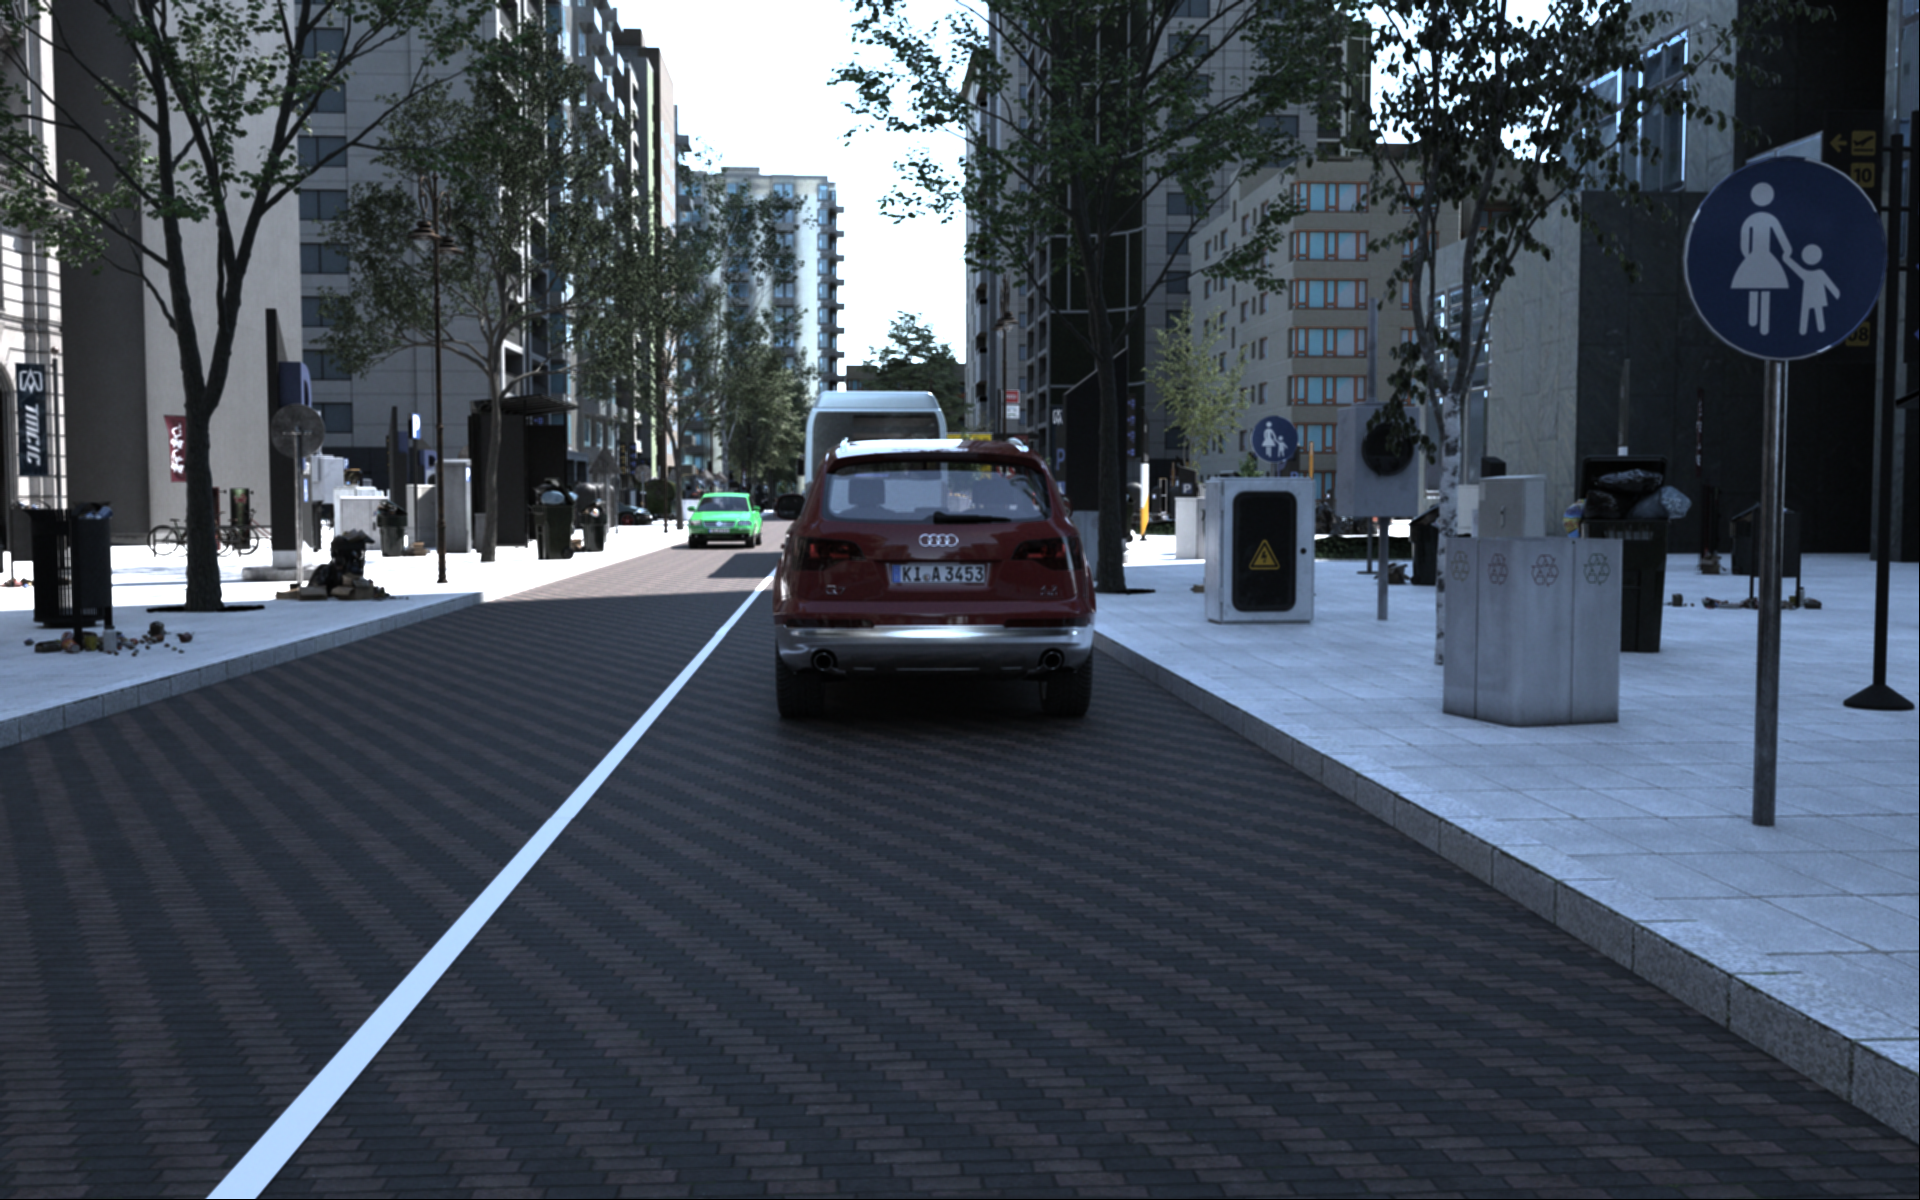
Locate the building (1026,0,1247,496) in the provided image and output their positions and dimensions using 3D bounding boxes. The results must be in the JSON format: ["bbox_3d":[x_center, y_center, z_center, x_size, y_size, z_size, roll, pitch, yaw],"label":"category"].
[{"bbox_3d":[14.045,-42.295,129.780,20.563,71.187,20.611,0,4,-4],"label":"building"}]

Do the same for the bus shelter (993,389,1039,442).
[{"bbox_3d":[1.399,-5.274,63.858,2.179,5.291,8.768,0,4,-4],"label":"bus shelter"}]

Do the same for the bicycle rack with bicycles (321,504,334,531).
[{"bbox_3d":[-22.392,-2.865,60.221,2.852,0.926,2.925,-3,5,-44],"label":"bicycle rack with bicycles"}]

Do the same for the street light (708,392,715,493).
[{"bbox_3d":[-10.995,-6.353,76.664,0.468,5.910,1.993,0,4,-4],"label":"street light"}]

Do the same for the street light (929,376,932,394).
[{"bbox_3d":[-1.143,-5.827,68.065,0.468,5.910,1.993,0,4,-4],"label":"street light"}]

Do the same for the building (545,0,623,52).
[{"bbox_3d":[-37.639,-31.296,131.300,23.786,49.044,30.456,0,4,-4],"label":"building"}]

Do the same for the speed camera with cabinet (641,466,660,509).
[{"bbox_3d":[-21.595,-7.720,120.563,2.038,3.252,0.660,-1,4,-19],"label":"speed camera with cabinet"}]

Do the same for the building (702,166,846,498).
[{"bbox_3d":[-32.174,-38.894,255.518,30.456,49.044,23.786,0,4,-4],"label":"building"}]

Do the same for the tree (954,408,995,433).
[{"bbox_3d":[1.281,-11.902,144.965,4.360,8.622,3.978,0,3,0],"label":"tree"}]

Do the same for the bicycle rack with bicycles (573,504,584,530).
[{"bbox_3d":[-14.291,-2.926,61.226,2.852,0.926,2.925,-1,4,-20],"label":"bicycle rack with bicycles"}]

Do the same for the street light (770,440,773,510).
[{"bbox_3d":[-15.307,-10.227,140.002,0.468,5.910,1.993,0,4,-4],"label":"street light"}]

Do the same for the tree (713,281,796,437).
[{"bbox_3d":[-9.957,-7.788,61.754,8.767,10.594,7.601,0,4,-1],"label":"tree"}]

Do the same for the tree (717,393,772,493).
[{"bbox_3d":[-14.966,-10.500,122.036,4.360,8.622,3.978,0,3,0],"label":"tree"}]

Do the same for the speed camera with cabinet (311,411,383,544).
[{"bbox_3d":[-14.582,-2.848,40.903,2.038,3.252,0.660,3,5,39],"label":"speed camera with cabinet"}]

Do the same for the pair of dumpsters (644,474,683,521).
[{"bbox_3d":[-14.311,-4.951,83.444,1.574,2.255,4.437,0,4,-4],"label":"pair of dumpsters"}]

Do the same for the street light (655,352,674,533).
[{"bbox_3d":[-9.606,-5.113,56.385,0.468,5.910,1.993,0,4,-4],"label":"street light"}]

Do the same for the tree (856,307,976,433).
[{"bbox_3d":[-2.743,-11.471,105.680,7.486,12.596,7.792,0,3,0],"label":"tree"}]

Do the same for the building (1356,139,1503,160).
[{"bbox_3d":[56.772,-34.443,213.253,14.200,45.320,14.600,0,4,-4],"label":"building"}]

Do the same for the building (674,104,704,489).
[{"bbox_3d":[-46.622,-35.582,201.371,30.456,49.044,23.786,0,4,-4],"label":"building"}]

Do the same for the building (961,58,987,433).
[{"bbox_3d":[14.872,-37.583,203.718,28.713,52.752,27.495,0,4,-4],"label":"building"}]

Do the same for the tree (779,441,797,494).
[{"bbox_3d":[-18.594,-14.266,183.618,4.737,8.622,4.395,0,3,0],"label":"tree"}]

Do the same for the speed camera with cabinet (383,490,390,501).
[{"bbox_3d":[-27.814,-5.453,83.500,2.038,3.252,0.660,0,4,-7],"label":"speed camera with cabinet"}]

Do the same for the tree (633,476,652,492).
[{"bbox_3d":[-23.981,-8.416,132.206,1.663,3.219,1.824,0,3,0],"label":"tree"}]

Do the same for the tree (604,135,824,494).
[{"bbox_3d":[-14.027,-14.594,94.499,12.611,20.169,13.585,0,3,0],"label":"tree"}]

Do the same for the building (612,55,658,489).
[{"bbox_3d":[-35.407,-28.952,156.961,14.154,41.232,14.086,0,4,-4],"label":"building"}]

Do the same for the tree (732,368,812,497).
[{"bbox_3d":[-18.381,-16.125,170.299,9.857,13.997,8.962,0,3,0],"label":"tree"}]

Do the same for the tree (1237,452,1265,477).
[{"bbox_3d":[13.021,-5.159,78.944,1.663,3.219,1.824,0,3,0],"label":"tree"}]

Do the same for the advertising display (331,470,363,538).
[{"bbox_3d":[-16.600,-2.549,46.894,0.974,1.923,0.123,1,4,18],"label":"advertising display"}]

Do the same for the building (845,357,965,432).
[{"bbox_3d":[-2.704,-25.405,260.405,28.899,21.520,27.650,0,4,-4],"label":"building"}]

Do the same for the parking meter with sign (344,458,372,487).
[{"bbox_3d":[-29.216,-5.421,84.901,1.738,3.016,0.543,-3,5,-44],"label":"parking meter with sign"}]

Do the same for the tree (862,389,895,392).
[{"bbox_3d":[-5.846,-12.654,141.301,8.767,10.594,7.601,0,4,3],"label":"tree"}]

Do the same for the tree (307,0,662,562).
[{"bbox_3d":[-8.544,-5.988,32.318,7.601,10.594,8.767,-1,4,-9],"label":"tree"}]

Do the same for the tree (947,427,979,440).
[{"bbox_3d":[0.204,-3.381,49.886,1.663,3.219,1.824,0,3,0],"label":"tree"}]

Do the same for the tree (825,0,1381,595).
[{"bbox_3d":[1.819,-5.905,22.300,9.928,11.665,9.643,0,3,0],"label":"tree"}]

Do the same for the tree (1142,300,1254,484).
[{"bbox_3d":[9.065,-7.108,66.578,4.737,8.622,4.395,0,3,0],"label":"tree"}]

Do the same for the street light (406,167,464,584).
[{"bbox_3d":[-7.430,-3.174,24.683,0.468,5.910,1.993,0,4,-4],"label":"street light"}]

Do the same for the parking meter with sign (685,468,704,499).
[{"bbox_3d":[-18.167,-7.377,116.869,1.738,3.016,0.543,1,4,10],"label":"parking meter with sign"}]

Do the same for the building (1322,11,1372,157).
[{"bbox_3d":[50.687,-50.222,259.376,20.611,71.187,20.563,0,4,-4],"label":"building"}]

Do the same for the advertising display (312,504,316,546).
[{"bbox_3d":[-16.212,-2.294,42.721,0.974,1.923,0.123,2,4,31],"label":"advertising display"}]

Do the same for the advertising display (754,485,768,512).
[{"bbox_3d":[-14.345,-7.329,125.050,0.974,1.923,0.123,-1,4,-21],"label":"advertising display"}]

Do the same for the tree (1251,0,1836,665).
[{"bbox_3d":[3.876,-3.824,12.891,4.360,8.622,3.978,0,3,0],"label":"tree"}]

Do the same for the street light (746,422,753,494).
[{"bbox_3d":[-13.156,-8.281,108.174,0.468,5.910,1.993,0,4,-4],"label":"street light"}]

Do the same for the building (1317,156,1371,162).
[{"bbox_3d":[41.633,-32.268,211.175,14.086,41.232,14.154,0,4,-4],"label":"building"}]

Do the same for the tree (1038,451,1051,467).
[{"bbox_3d":[3.605,-5.145,78.724,1.663,3.219,1.824,0,3,0],"label":"tree"}]

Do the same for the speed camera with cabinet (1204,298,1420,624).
[{"bbox_3d":[3.516,-1.405,17.315,2.038,3.252,0.660,0,4,-8],"label":"speed camera with cabinet"}]

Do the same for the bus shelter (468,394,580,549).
[{"bbox_3d":[-10.879,-3.203,43.654,1.731,3.624,6.357,0,4,-4],"label":"bus shelter"}]

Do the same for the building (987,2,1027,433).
[{"bbox_3d":[13.264,-38.750,175.567,21.231,58.520,28.212,0,4,-4],"label":"building"}]

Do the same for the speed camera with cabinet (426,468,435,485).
[{"bbox_3d":[-34.426,-7.151,111.260,2.038,3.252,0.660,3,4,37],"label":"speed camera with cabinet"}]

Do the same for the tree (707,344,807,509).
[{"bbox_3d":[-15.293,-13.002,130.709,7.486,12.596,7.792,0,3,0],"label":"tree"}]

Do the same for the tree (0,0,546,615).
[{"bbox_3d":[-8.244,-5.693,18.838,9.928,11.665,9.643,0,3,0],"label":"tree"}]

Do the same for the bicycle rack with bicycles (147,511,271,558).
[{"bbox_3d":[-15.431,-1.371,35.801,2.925,0.926,2.852,0,4,5],"label":"bicycle rack with bicycles"}]

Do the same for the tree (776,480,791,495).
[{"bbox_3d":[-20.356,-12.611,200.789,1.663,3.219,1.824,0,3,0],"label":"tree"}]

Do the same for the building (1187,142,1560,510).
[{"bbox_3d":[30.816,-15.894,104.914,28.899,21.520,27.650,0,4,-4],"label":"building"}]

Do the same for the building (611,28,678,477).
[{"bbox_3d":[-35.649,-31.857,170.969,14.600,45.320,14.200,0,4,-4],"label":"building"}]

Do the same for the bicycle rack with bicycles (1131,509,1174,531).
[{"bbox_3d":[5.751,-2.753,58.387,2.925,0.926,2.852,0,4,8],"label":"bicycle rack with bicycles"}]

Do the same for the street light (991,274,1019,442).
[{"bbox_3d":[0.939,-3.900,36.549,0.468,5.910,1.993,0,4,-4],"label":"street light"}]

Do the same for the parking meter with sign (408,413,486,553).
[{"bbox_3d":[-11.018,-2.532,37.658,1.738,3.016,0.543,0,4,0],"label":"parking meter with sign"}]
